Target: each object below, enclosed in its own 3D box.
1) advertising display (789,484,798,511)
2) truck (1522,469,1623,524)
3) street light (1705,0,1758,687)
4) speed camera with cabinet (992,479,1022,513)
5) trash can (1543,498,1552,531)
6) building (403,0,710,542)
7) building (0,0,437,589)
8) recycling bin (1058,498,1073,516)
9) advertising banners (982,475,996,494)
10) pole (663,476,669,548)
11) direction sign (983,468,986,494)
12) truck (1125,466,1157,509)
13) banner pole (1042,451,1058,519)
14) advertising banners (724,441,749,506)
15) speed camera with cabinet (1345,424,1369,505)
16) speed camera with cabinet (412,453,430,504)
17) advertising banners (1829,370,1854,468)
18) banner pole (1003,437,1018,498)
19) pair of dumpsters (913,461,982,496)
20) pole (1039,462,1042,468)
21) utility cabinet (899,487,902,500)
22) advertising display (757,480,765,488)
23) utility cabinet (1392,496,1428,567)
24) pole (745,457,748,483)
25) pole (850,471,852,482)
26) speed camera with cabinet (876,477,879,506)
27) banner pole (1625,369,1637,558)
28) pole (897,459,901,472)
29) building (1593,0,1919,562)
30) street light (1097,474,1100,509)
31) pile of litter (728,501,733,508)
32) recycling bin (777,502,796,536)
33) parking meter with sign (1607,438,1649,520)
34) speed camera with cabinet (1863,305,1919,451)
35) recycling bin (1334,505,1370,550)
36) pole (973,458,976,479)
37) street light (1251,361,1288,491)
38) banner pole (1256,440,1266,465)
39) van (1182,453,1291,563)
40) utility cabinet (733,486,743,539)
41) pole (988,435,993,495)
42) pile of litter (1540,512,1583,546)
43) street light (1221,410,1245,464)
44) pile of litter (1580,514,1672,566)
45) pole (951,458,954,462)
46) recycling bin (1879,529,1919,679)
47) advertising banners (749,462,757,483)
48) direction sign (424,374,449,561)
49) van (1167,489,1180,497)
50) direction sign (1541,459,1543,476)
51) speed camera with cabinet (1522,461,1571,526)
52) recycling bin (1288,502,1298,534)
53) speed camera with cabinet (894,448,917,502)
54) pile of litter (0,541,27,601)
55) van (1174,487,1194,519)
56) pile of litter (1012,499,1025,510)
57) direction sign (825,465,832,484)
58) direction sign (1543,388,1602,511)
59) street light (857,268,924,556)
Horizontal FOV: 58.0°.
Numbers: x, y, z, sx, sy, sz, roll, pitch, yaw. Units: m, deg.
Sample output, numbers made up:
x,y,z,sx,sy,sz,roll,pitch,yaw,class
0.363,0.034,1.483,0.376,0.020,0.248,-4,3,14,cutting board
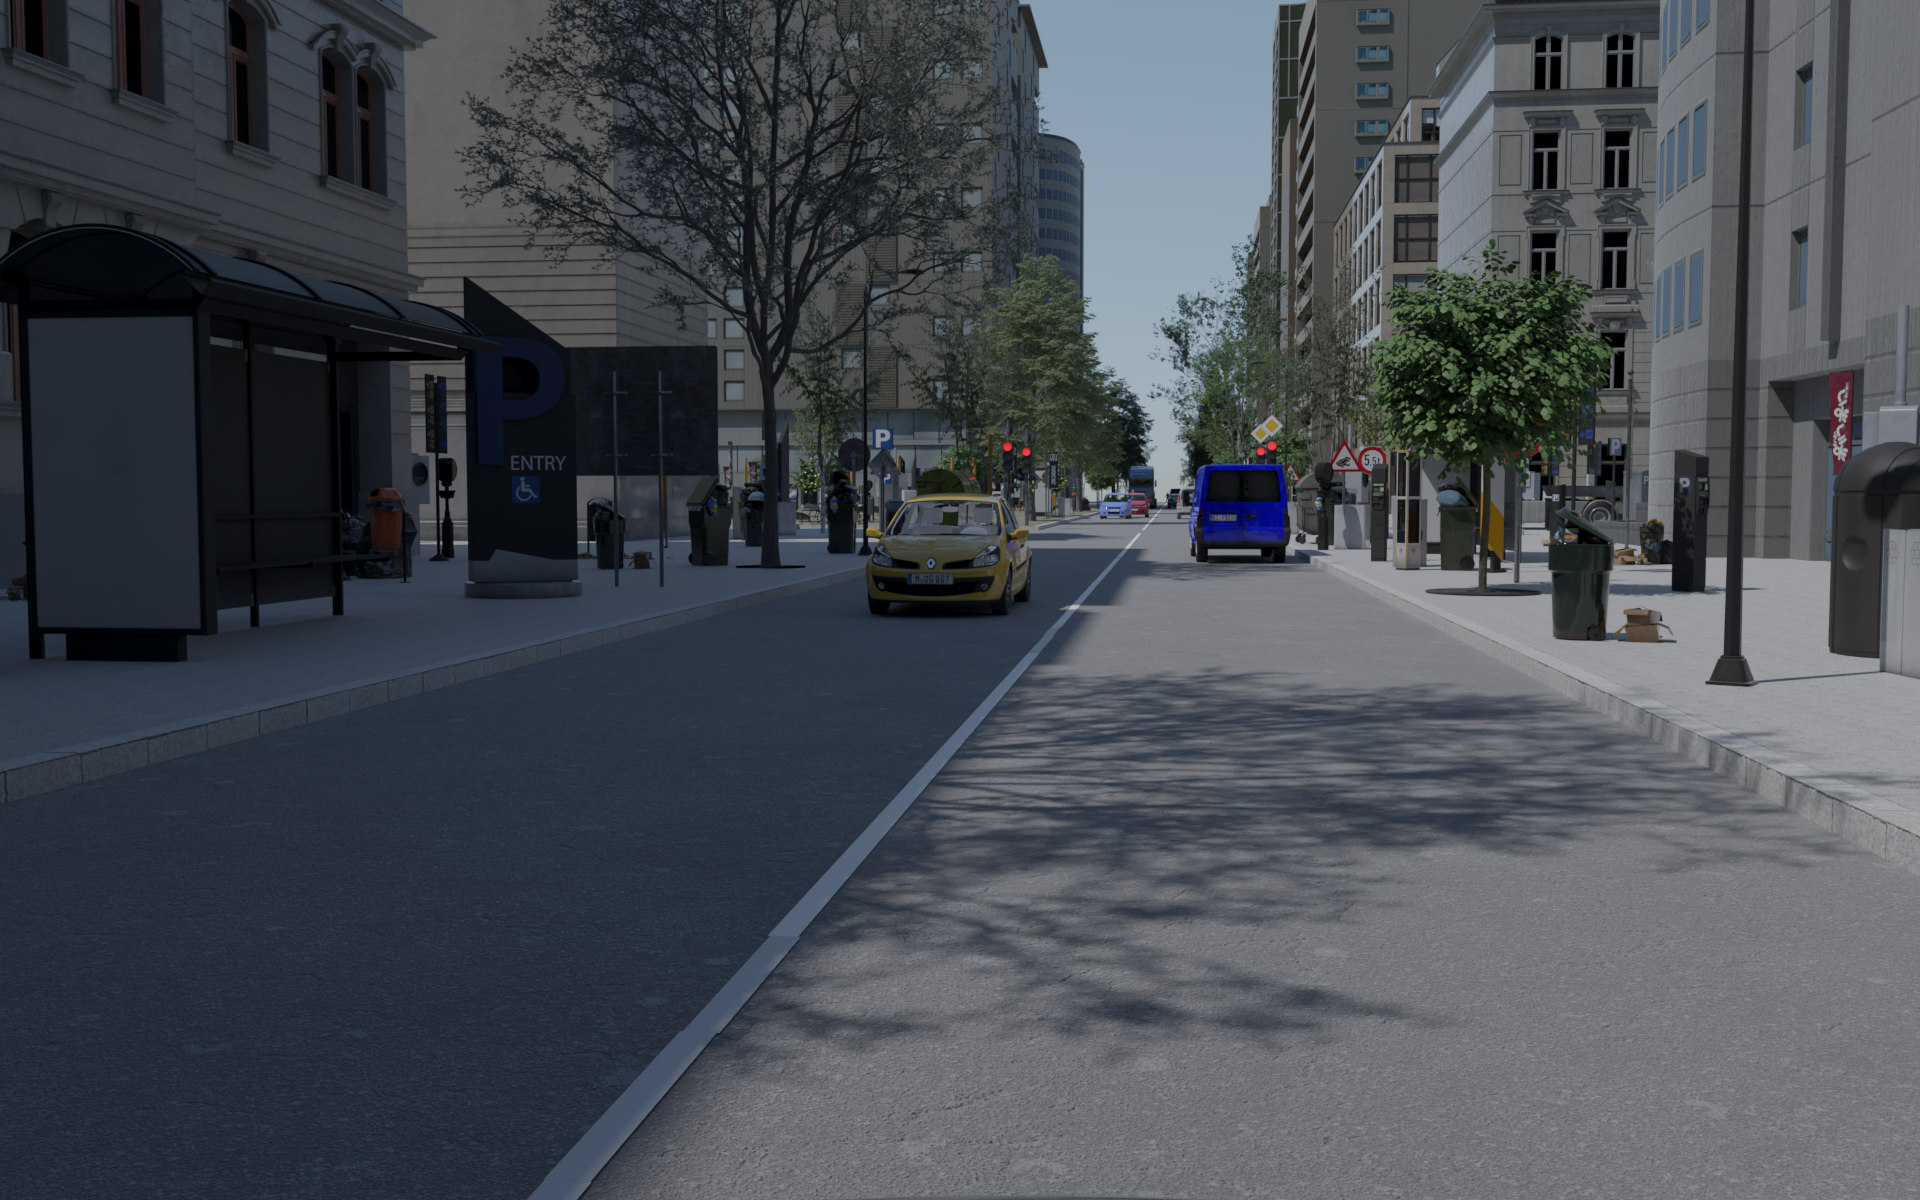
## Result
x,y,z,sx,sy,sz,roll,pitch,yaw,class
-10.566,-6.262,107.596,0.974,1.923,0.123,1,4,14,advertising display
26.499,-4.513,63.551,18.799,4.110,2.967,1,4,9,truck
4.675,-2.388,11.591,1.470,5.913,1.316,0,4,7,street light
3.185,-7.588,118.393,2.038,3.252,0.660,1,4,18,speed camera with cabinet
20.717,-2.982,60.404,0.748,1.137,0.748,0,3,0,trash can
-17.403,-12.387,51.680,18.267,20.994,9.793,0,4,7,building
-18.844,-14.544,25.181,14.401,28.519,23.554,0,4,7,building
6.055,-5.317,99.491,0.722,1.027,0.722,1,4,13,recycling bin
2.114,-9.158,145.927,2.074,3.025,0.090,0,4,-2,advertising banners
-7.014,-2.886,41.025,0.158,3.312,0.155,0,3,0,pole
1.877,-8.695,134.168,0.379,3.537,0.876,1,4,15,direction sign
18.334,-11.224,173.271,2.967,4.110,18.799,0,4,7,truck
4.696,-6.107,89.868,0.863,3.779,0.401,0,4,-6,banner pole
-7.496,-3.791,58.171,0.090,3.025,2.074,1,4,9,advertising banners
10.874,-3.310,48.448,0.660,3.252,2.038,2,4,30,speed camera with cabinet
-12.607,-2.687,38.269,0.660,3.252,2.038,1,4,23,speed camera with cabinet
12.674,-1.700,23.984,0.090,3.025,2.074,-1,4,-9,advertising banners
2.163,-5.290,76.515,0.863,3.779,0.401,-2,4,-26,banner pole
-0.368,-2.890,49.742,1.574,2.255,4.437,0,4,7,pair of dumpsters
4.963,-6.894,106.566,0.158,3.312,0.155,0,3,0,pole
-1.992,-2.653,52.053,0.318,1.500,1.173,-1,4,-11,utility cabinet
-9.009,-4.612,80.625,0.974,1.923,0.123,-3,4,-38,advertising display
7.973,-1.192,30.644,0.306,1.237,1.020,2,4,33,utility cabinet
-11.887,-6.266,96.287,0.158,3.312,0.155,0,3,0,pole
-8.217,-8.409,131.333,0.158,3.312,0.155,0,3,0,pole
-6.177,-8.884,139.585,0.660,3.252,2.038,-1,4,-19,speed camera with cabinet
13.530,-2.750,34.973,0.401,3.779,0.863,2,4,28,banner pole
-3.502,-6.466,99.554,0.158,3.312,0.155,0,3,0,pole
25.634,-30.081,33.832,21.231,58.520,28.212,0,4,7,building
12.287,-10.633,146.394,1.470,5.913,1.316,0,4,7,street light
-14.890,-6.029,112.537,1.719,0.858,1.176,3,5,43,pile of litter
-5.594,-2.531,53.930,0.722,1.027,0.722,-3,5,-44,recycling bin
20.722,-3.474,53.057,0.543,3.016,1.738,-2,4,-32,parking meter with sign
10.558,-1.447,18.002,2.038,3.252,0.660,2,4,35,speed camera with cabinet
9.138,-1.701,40.359,0.722,1.027,0.722,1,4,21,recycling bin
0.808,-6.333,97.385,0.158,3.312,0.155,0,3,0,pole
10.815,-5.373,60.382,1.470,5.913,1.316,0,4,7,street light
12.668,-5.060,72.750,0.863,3.779,0.401,0,4,-7,banner pole
6.043,-2.050,37.904,2.240,2.365,5.245,0,4,6,van
-6.342,-2.503,49.597,0.318,1.500,1.173,0,4,-7,utility cabinet
1.052,-4.062,60.254,0.158,3.312,0.155,0,3,0,pole
14.782,-1.729,42.240,1.176,0.858,1.719,2,4,23,pile of litter
15.133,-7.534,95.721,1.470,5.913,1.316,0,4,7,street light
12.393,-1.081,31.645,1.719,0.858,1.176,-1,4,-20,pile of litter
-0.416,-6.307,96.958,0.158,3.312,0.155,0,3,0,pole
7.008,0.022,12.188,0.722,1.027,0.722,0,4,2,recycling bin
-10.509,-5.983,94.008,2.074,3.025,0.090,-2,4,-26,advertising banners
-9.988,-2.513,33.088,0.379,3.537,0.876,1,4,8,direction sign
24.106,-11.479,192.060,2.240,2.365,5.245,0,4,5,van
25.377,-5.048,74.530,0.379,3.537,0.876,-2,4,-34,direction sign
23.919,-4.675,70.773,0.660,3.252,2.038,-3,5,-45,speed camera with cabinet
10.420,-2.621,55.399,0.722,1.027,0.722,0,4,2,recycling bin
-2.372,-4.842,73.501,0.660,3.252,2.038,-1,4,-18,speed camera with cabinet
-11.179,-0.451,21.334,1.719,0.858,1.176,0,4,-1,pile of litter
13.375,-5.693,100.100,2.013,2.044,4.112,0,4,7,van
4.947,-7.785,141.251,1.719,0.858,1.176,2,4,27,pile of litter
-10.350,-8.859,136.843,0.379,3.537,0.876,3,4,36,direction sign
9.877,-2.193,27.849,0.379,3.537,0.876,-1,4,-22,direction sign
-1.430,-3.873,35.863,1.470,5.913,1.316,0,4,7,street light
